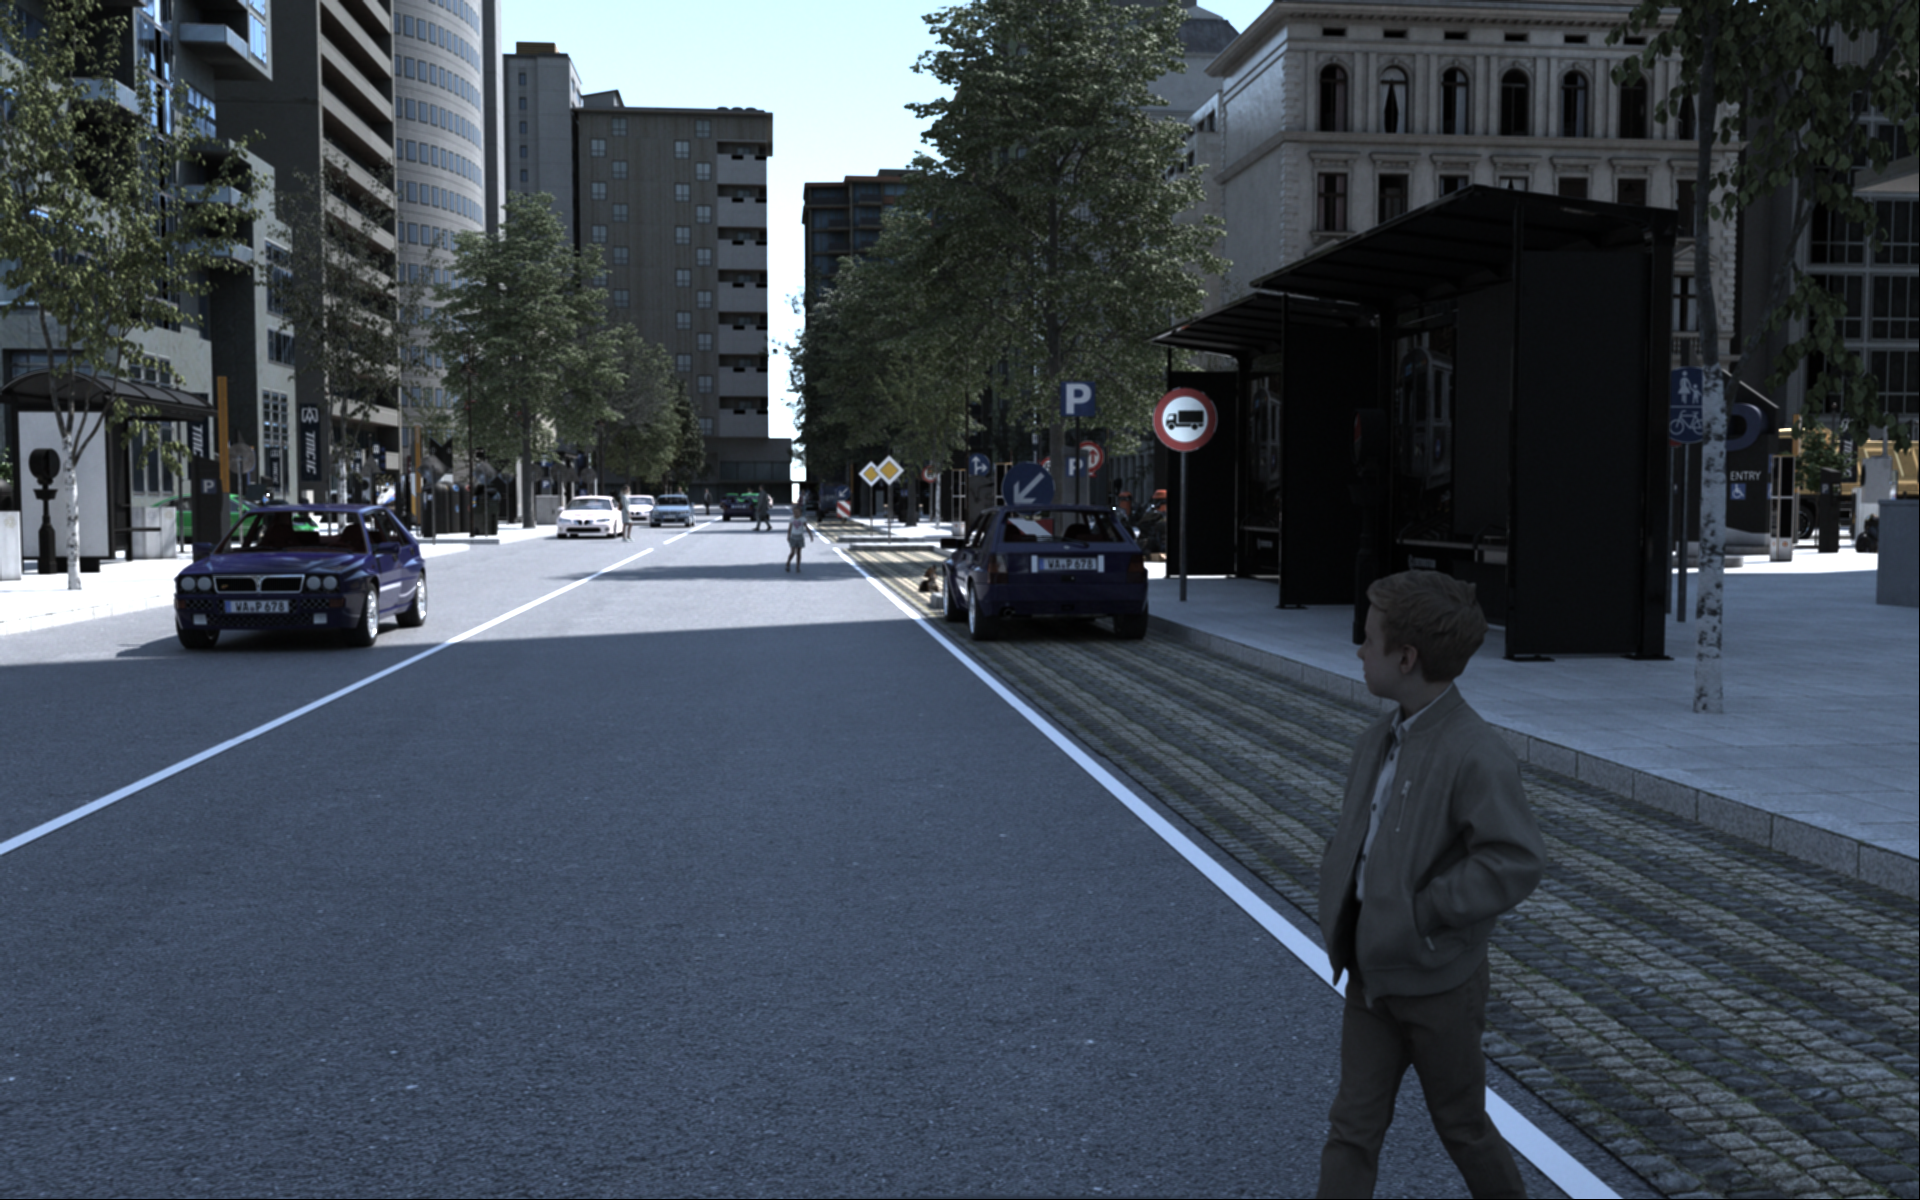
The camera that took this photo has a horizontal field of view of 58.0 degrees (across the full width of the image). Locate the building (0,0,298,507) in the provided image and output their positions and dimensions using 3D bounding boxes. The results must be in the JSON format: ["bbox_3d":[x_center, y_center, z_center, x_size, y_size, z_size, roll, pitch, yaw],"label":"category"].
[{"bbox_3d":[-43.178,-46.598,74.544,22.319,86.520,31.000,0,4,-6],"label":"building"}]

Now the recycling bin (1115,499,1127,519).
[{"bbox_3d":[8.331,-4.793,90.924,0.722,1.027,0.722,-1,4,-11],"label":"recycling bin"}]

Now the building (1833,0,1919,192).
[{"bbox_3d":[30.399,-26.263,18.647,28.713,52.752,27.495,0,4,-6],"label":"building"}]

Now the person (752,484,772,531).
[{"bbox_3d":[-7.752,-3.617,67.735,0.767,1.812,0.694,1,4,8],"label":"person"}]

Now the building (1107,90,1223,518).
[{"bbox_3d":[14.441,-14.450,91.003,10.420,20.320,16.860,0,4,-6],"label":"building"}]

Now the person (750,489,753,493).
[{"bbox_3d":[-14.186,-6.678,118.025,0.374,1.781,0.599,1,4,13],"label":"person"}]

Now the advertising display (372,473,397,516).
[{"bbox_3d":[-17.494,-2.902,52.665,0.123,1.923,0.974,1,4,20],"label":"advertising display"}]

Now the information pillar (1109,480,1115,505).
[{"bbox_3d":[7.892,-5.243,90.217,0.304,2.012,0.304,3,4,36],"label":"information pillar"}]

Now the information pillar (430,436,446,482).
[{"bbox_3d":[-21.287,-4.834,70.397,0.504,3.616,0.183,0,4,4],"label":"information pillar"}]

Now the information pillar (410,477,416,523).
[{"bbox_3d":[-23.646,-4.323,75.177,0.304,2.012,0.304,3,5,41],"label":"information pillar"}]

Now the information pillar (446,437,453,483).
[{"bbox_3d":[-21.111,-4.893,71.363,0.183,3.616,0.504,3,5,40],"label":"information pillar"}]

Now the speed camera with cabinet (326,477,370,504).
[{"bbox_3d":[-30.613,-5.647,86.657,2.038,3.252,0.660,-2,4,-30],"label":"speed camera with cabinet"}]

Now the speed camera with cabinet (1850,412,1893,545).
[{"bbox_3d":[22.436,-2.956,42.660,0.660,3.252,2.038,1,4,19],"label":"speed camera with cabinet"}]

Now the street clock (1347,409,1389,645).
[{"bbox_3d":[3.474,-0.624,14.765,0.358,2.002,0.471,0,4,2],"label":"street clock"}]

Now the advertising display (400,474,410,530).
[{"bbox_3d":[-17.833,-3.086,55.673,0.123,1.923,0.974,-2,4,-26],"label":"advertising display"}]

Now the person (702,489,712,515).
[{"bbox_3d":[-17.003,-6.562,116.190,0.661,1.777,0.834,1,4,17],"label":"person"}]

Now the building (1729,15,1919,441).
[{"bbox_3d":[46.221,-15.819,77.706,30.058,24.678,14.314,0,4,-6],"label":"building"}]

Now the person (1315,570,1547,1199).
[{"bbox_3d":[0.800,0.599,2.975,0.640,1.303,0.475,-2,4,-35],"label":"person"}]

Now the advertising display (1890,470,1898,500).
[{"bbox_3d":[24.772,-2.514,46.325,0.974,1.923,0.123,-3,4,-36],"label":"advertising display"}]

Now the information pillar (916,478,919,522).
[{"bbox_3d":[-2.081,-4.596,79.631,0.304,2.012,0.304,3,5,43],"label":"information pillar"}]

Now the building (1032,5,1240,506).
[{"bbox_3d":[12.455,-20.602,114.335,11.434,29.767,29.804,0,4,-6],"label":"building"}]

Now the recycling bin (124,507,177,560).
[{"bbox_3d":[-16.011,-1.327,34.247,0.722,1.027,0.722,2,4,34],"label":"recycling bin"}]

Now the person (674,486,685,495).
[{"bbox_3d":[-14.026,-4.765,86.514,0.694,1.812,0.767,-1,4,-23],"label":"person"}]

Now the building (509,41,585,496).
[{"bbox_3d":[-64.160,-41.985,228.458,28.212,58.520,21.231,0,4,-6],"label":"building"}]

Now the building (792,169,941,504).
[{"bbox_3d":[-8.573,-35.559,236.009,28.867,44.769,22.147,0,4,-6],"label":"building"}]

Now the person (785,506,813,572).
[{"bbox_3d":[-2.959,-1.122,31.856,0.505,1.210,0.382,0,4,-7],"label":"person"}]

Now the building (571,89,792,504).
[{"bbox_3d":[-36.843,-39.500,235.065,27.495,52.752,28.713,0,4,-6],"label":"building"}]

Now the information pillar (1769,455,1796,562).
[{"bbox_3d":[15.604,-1.735,32.864,0.304,2.012,0.304,0,4,-2],"label":"information pillar"}]

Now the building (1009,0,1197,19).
[{"bbox_3d":[10.670,-27.912,139.954,14.154,41.232,14.086,0,4,-6],"label":"building"}]

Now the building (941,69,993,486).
[{"bbox_3d":[10.804,-31.884,175.927,22.147,44.769,28.867,0,4,-6],"label":"building"}]

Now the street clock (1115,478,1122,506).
[{"bbox_3d":[7.178,-4.515,78.389,0.358,2.002,0.471,-1,4,-8],"label":"street clock"}]

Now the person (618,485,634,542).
[{"bbox_3d":[-10.055,-2.607,52.121,0.522,1.701,0.512,-1,4,-15],"label":"person"}]

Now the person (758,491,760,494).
[{"bbox_3d":[-18.611,-9.274,160.794,0.551,1.740,0.621,3,5,42],"label":"person"}]

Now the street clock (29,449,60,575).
[{"bbox_3d":[-14.591,-1.412,27.652,0.358,2.002,0.471,0,4,5],"label":"street clock"}]

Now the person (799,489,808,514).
[{"bbox_3d":[-11.352,-7.158,125.553,0.660,1.820,0.620,-1,4,-13],"label":"person"}]

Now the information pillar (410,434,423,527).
[{"bbox_3d":[-21.183,-4.663,67.589,0.504,3.616,0.183,1,4,15],"label":"information pillar"}]

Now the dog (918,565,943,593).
[{"bbox_3d":[-0.372,-0.313,25.318,0.550,0.427,0.748,2,4,25],"label":"dog"}]

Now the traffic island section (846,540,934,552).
[{"bbox_3d":[-1.785,-1.348,44.326,2.009,0.180,2.903,0,4,-6],"label":"traffic island section"}]

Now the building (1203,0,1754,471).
[{"bbox_3d":[21.314,-14.940,73.143,19.941,23.489,11.050,0,4,-6],"label":"building"}]

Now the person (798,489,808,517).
[{"bbox_3d":[-8.232,-4.970,90.602,0.563,1.720,0.643,-3,4,-36],"label":"person"}]

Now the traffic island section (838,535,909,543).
[{"bbox_3d":[-2.649,-1.834,52.264,2.009,0.180,2.903,0,4,-6],"label":"traffic island section"}]

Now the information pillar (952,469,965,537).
[{"bbox_3d":[-0.031,-2.892,51.780,0.304,2.012,0.304,2,4,33],"label":"information pillar"}]

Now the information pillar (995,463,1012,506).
[{"bbox_3d":[1.040,-2.245,41.197,0.304,2.012,0.304,2,4,33],"label":"information pillar"}]

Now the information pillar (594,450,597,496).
[{"bbox_3d":[-19.451,-6.181,92.417,0.183,3.616,0.504,0,4,-6],"label":"information pillar"}]

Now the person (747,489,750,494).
[{"bbox_3d":[-13.675,-6.341,112.408,0.478,1.798,0.641,1,4,11],"label":"person"}]

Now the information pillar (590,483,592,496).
[{"bbox_3d":[-20.186,-5.481,94.107,0.304,2.012,0.304,1,4,12],"label":"information pillar"}]

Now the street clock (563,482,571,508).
[{"bbox_3d":[-17.743,-4.509,78.298,0.358,2.002,0.471,-2,4,-33],"label":"street clock"}]

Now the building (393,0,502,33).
[{"bbox_3d":[-48.681,-36.345,136.237,21.231,58.520,28.212,0,4,-6],"label":"building"}]

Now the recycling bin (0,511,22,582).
[{"bbox_3d":[-14.374,-0.793,25.517,0.722,1.027,0.722,2,4,30],"label":"recycling bin"}]

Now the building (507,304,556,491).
[{"bbox_3d":[-56.308,-19.928,170.869,28.899,21.520,27.650,0,4,-6],"label":"building"}]

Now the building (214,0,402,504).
[{"bbox_3d":[-48.857,-29.714,109.525,21.300,48.544,21.600,0,4,-6],"label":"building"}]
